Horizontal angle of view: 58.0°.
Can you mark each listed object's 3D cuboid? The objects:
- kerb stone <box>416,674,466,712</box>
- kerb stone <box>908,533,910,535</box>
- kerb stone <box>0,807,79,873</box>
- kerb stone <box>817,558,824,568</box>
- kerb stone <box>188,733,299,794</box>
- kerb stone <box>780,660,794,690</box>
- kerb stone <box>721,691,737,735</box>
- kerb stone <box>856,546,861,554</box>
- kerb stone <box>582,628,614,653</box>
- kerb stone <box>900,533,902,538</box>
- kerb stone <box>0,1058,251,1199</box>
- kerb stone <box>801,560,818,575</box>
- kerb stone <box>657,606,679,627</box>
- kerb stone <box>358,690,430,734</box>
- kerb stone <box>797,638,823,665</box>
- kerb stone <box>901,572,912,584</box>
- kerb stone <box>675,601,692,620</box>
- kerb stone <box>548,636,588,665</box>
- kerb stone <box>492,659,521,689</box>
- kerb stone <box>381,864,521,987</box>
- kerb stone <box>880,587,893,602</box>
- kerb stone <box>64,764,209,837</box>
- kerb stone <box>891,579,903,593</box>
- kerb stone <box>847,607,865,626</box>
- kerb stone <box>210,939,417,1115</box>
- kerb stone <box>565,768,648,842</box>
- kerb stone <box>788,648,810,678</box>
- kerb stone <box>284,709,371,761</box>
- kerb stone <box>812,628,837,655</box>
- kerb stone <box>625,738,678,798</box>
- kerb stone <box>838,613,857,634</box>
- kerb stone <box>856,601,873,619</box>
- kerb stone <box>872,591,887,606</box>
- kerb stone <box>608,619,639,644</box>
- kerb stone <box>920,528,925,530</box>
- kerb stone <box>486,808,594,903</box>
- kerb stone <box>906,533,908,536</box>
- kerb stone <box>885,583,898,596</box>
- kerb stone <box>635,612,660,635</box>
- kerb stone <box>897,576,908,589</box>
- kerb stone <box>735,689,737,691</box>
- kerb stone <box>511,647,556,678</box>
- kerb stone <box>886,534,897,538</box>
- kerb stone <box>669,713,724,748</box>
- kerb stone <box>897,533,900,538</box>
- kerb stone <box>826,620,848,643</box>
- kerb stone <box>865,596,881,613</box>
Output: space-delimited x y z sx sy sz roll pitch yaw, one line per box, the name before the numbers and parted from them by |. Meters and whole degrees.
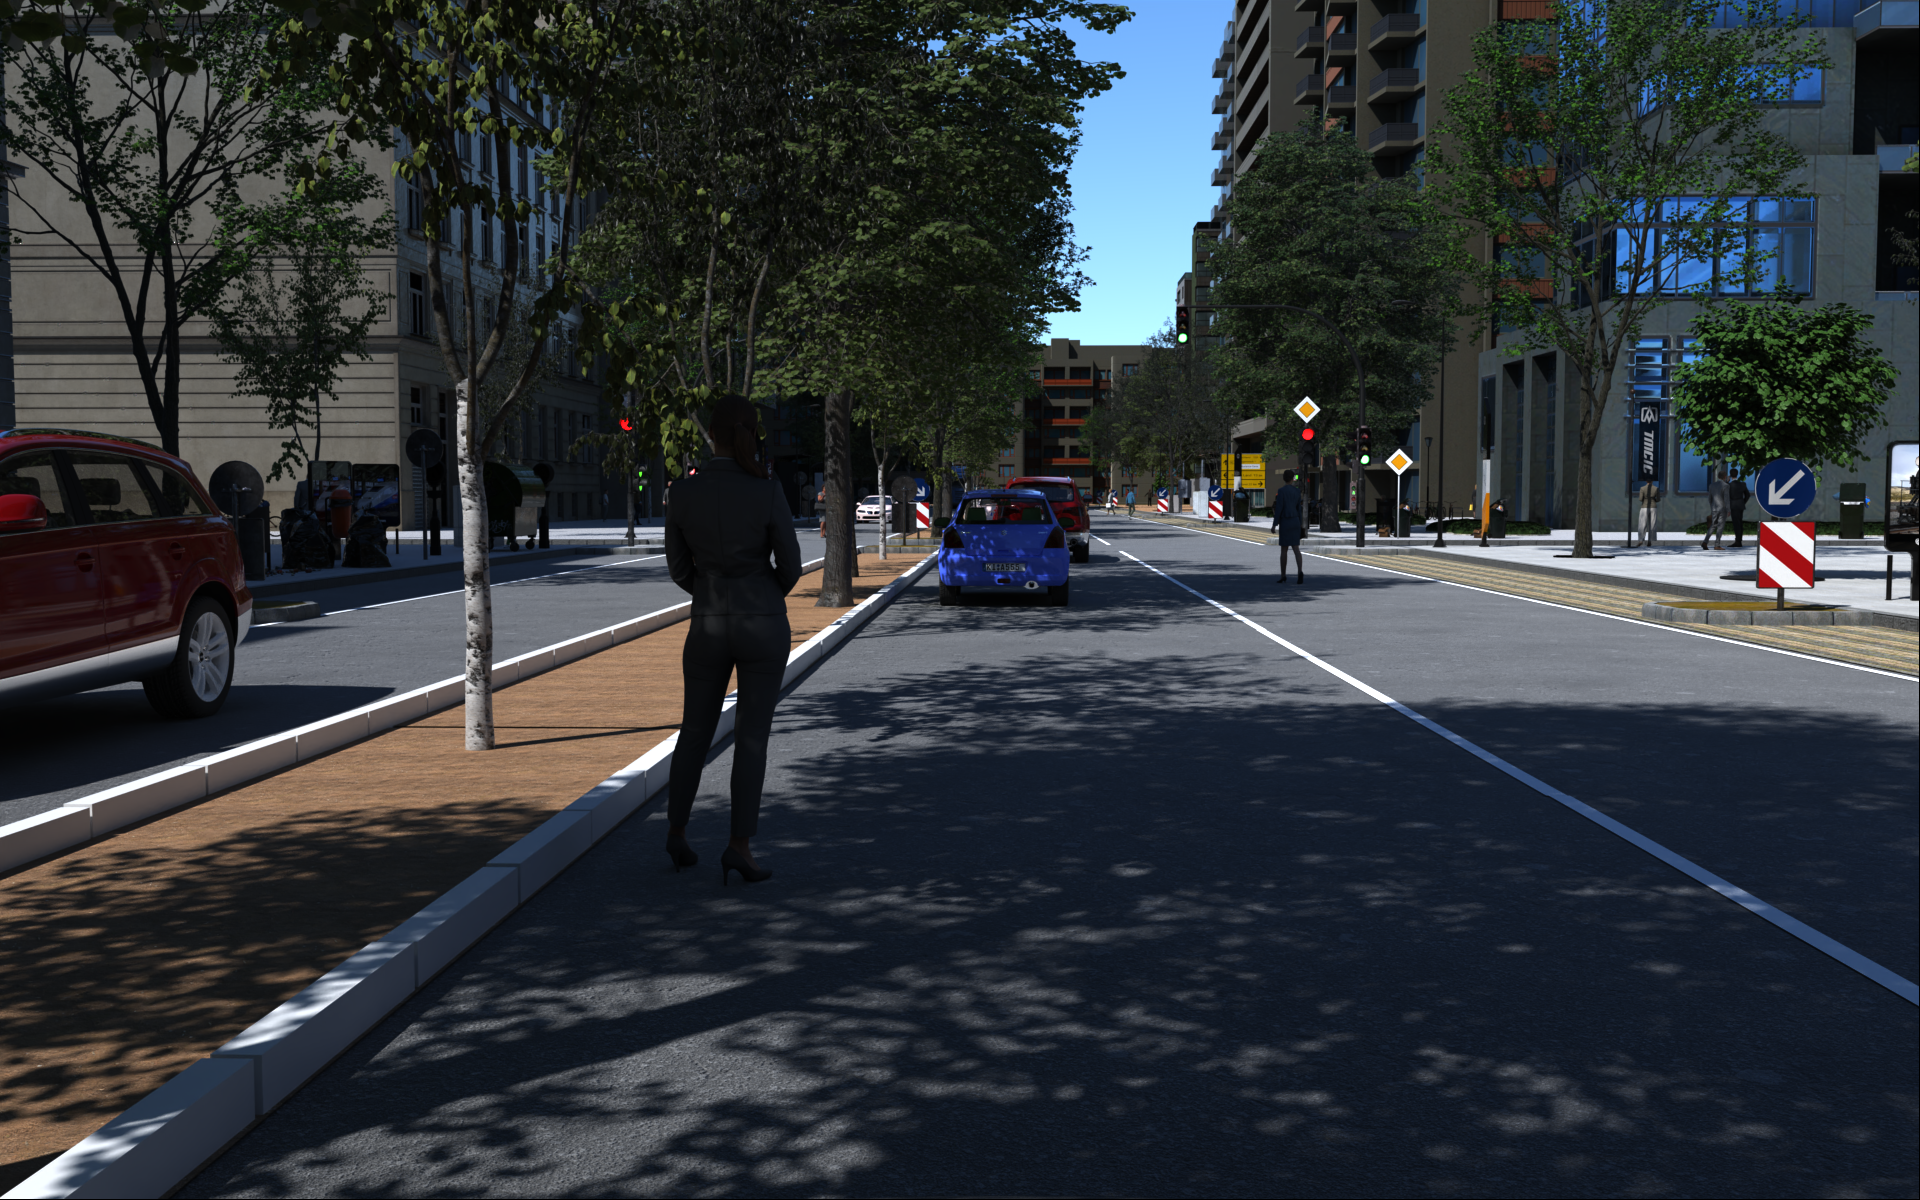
kerb stone | -3.500 0.640 11.755 0.120 0.150 1.000 0 4 2
kerb stone | -1.895 -2.276 59.402 0.120 0.150 1.000 0 4 2
kerb stone | -3.662 0.960 6.643 0.120 0.150 1.000 0 4 2
kerb stone | -2.779 -0.677 33.263 0.120 0.150 1.000 0 4 2
kerb stone | -3.598 0.826 8.690 0.120 0.150 1.000 0 4 2
kerb stone | -1.360 0.583 12.665 0.120 0.150 1.000 0 4 2
kerb stone | -1.436 0.708 10.618 0.120 0.150 1.000 0 4 2
kerb stone | -2.462 -1.239 42.462 0.120 0.150 1.000 0 4 2
kerb stone | -3.365 0.389 15.855 0.120 0.150 1.000 0 4 2
kerb stone | -2.035 -2.022 55.304 0.120 0.150 1.000 0 4 2
kerb stone | -1.681 1.147 3.441 0.120 0.150 1.000 0 4 2
kerb stone | -2.803 -0.614 32.241 0.120 0.150 1.000 0 4 2
kerb stone | -3.254 0.200 18.923 0.120 0.150 1.000 0 4 2
kerb stone | -3.533 0.703 10.733 0.120 0.150 1.000 0 4 2
kerb stone | -1.299 0.462 14.714 0.120 0.150 1.000 0 4 2
kerb stone | -0.880 -0.294 27.000 0.120 0.150 1.000 0 4 2
kerb stone | -3.218 0.138 19.944 0.120 0.150 1.000 0 4 2
kerb stone | -3.396 0.450 14.834 0.120 0.150 1.000 0 4 2
kerb stone | -3.464 0.578 12.782 0.120 0.150 1.000 0 4 2
kerb stone | -1.607 1.029 5.497 0.120 0.150 1.000 0 4 2
kerb stone | -1.013 -0.043 22.895 0.120 0.150 1.000 0 4 2
kerb stone | -3.634 0.888 7.669 0.120 0.150 1.000 0 4 2
kerb stone | -0.948 -0.164 24.951 0.120 0.150 1.000 0 4 2
kerb stone | -1.160 0.208 18.800 0.120 0.150 1.000 0 4 2
kerb stone | -1.640 1.084 4.466 0.120 0.150 1.000 0 4 2
kerb stone | -1.539 0.896 7.542 0.120 0.150 1.000 0 4 2
kerb stone | -1.329 0.520 13.692 0.120 0.150 1.000 0 4 2
kerb stone | -3.565 0.765 9.712 0.120 0.150 1.000 0 4 2
kerb stone | -1.254 0.395 15.734 0.120 0.150 1.000 0 4 2
kerb stone | -1.504 0.840 8.564 0.120 0.150 1.000 0 4 2
kerb stone | -1.188 0.270 17.779 0.120 0.150 1.000 0 4 2
kerb stone | -1.126 0.145 19.821 0.120 0.150 1.000 0 4 2
kerb stone | -1.057 0.020 21.864 0.120 0.150 1.000 0 4 2
kerb stone | -3.320 0.325 16.880 0.120 0.150 1.000 0 4 2
kerb stone | -1.489 -3.027 71.681 0.120 0.150 1.000 0 4 2
kerb stone | -1.570 0.959 6.518 0.120 0.150 1.000 0 4 2
kerb stone | -1.929 -2.211 58.380 0.120 0.150 1.000 0 4 2
kerb stone | -0.989 -0.105 23.920 0.120 0.150 1.000 0 4 2
kerb stone | -3.287 0.263 17.902 0.120 0.150 1.000 0 4 2
kerb stone | -0.913 -0.230 25.974 0.120 0.150 1.000 0 4 2
kerb stone | -1.400 0.645 11.642 0.120 0.150 1.000 0 4 2
kerb stone | -3.431 0.513 13.804 0.120 0.150 1.000 0 4 2
kerb stone | -2.101 -1.898 53.250 0.120 0.150 1.000 0 4 2
kerb stone | -1.465 0.775 9.587 0.120 0.150 1.000 0 4 2
kerb stone | -2.060 -1.962 54.276 0.120 0.150 1.000 0 4 2
kerb stone | -1.222 0.334 16.757 0.120 0.150 1.000 0 4 2
kerb stone | -1.085 0.083 20.843 0.120 0.150 1.000 0 4 2
